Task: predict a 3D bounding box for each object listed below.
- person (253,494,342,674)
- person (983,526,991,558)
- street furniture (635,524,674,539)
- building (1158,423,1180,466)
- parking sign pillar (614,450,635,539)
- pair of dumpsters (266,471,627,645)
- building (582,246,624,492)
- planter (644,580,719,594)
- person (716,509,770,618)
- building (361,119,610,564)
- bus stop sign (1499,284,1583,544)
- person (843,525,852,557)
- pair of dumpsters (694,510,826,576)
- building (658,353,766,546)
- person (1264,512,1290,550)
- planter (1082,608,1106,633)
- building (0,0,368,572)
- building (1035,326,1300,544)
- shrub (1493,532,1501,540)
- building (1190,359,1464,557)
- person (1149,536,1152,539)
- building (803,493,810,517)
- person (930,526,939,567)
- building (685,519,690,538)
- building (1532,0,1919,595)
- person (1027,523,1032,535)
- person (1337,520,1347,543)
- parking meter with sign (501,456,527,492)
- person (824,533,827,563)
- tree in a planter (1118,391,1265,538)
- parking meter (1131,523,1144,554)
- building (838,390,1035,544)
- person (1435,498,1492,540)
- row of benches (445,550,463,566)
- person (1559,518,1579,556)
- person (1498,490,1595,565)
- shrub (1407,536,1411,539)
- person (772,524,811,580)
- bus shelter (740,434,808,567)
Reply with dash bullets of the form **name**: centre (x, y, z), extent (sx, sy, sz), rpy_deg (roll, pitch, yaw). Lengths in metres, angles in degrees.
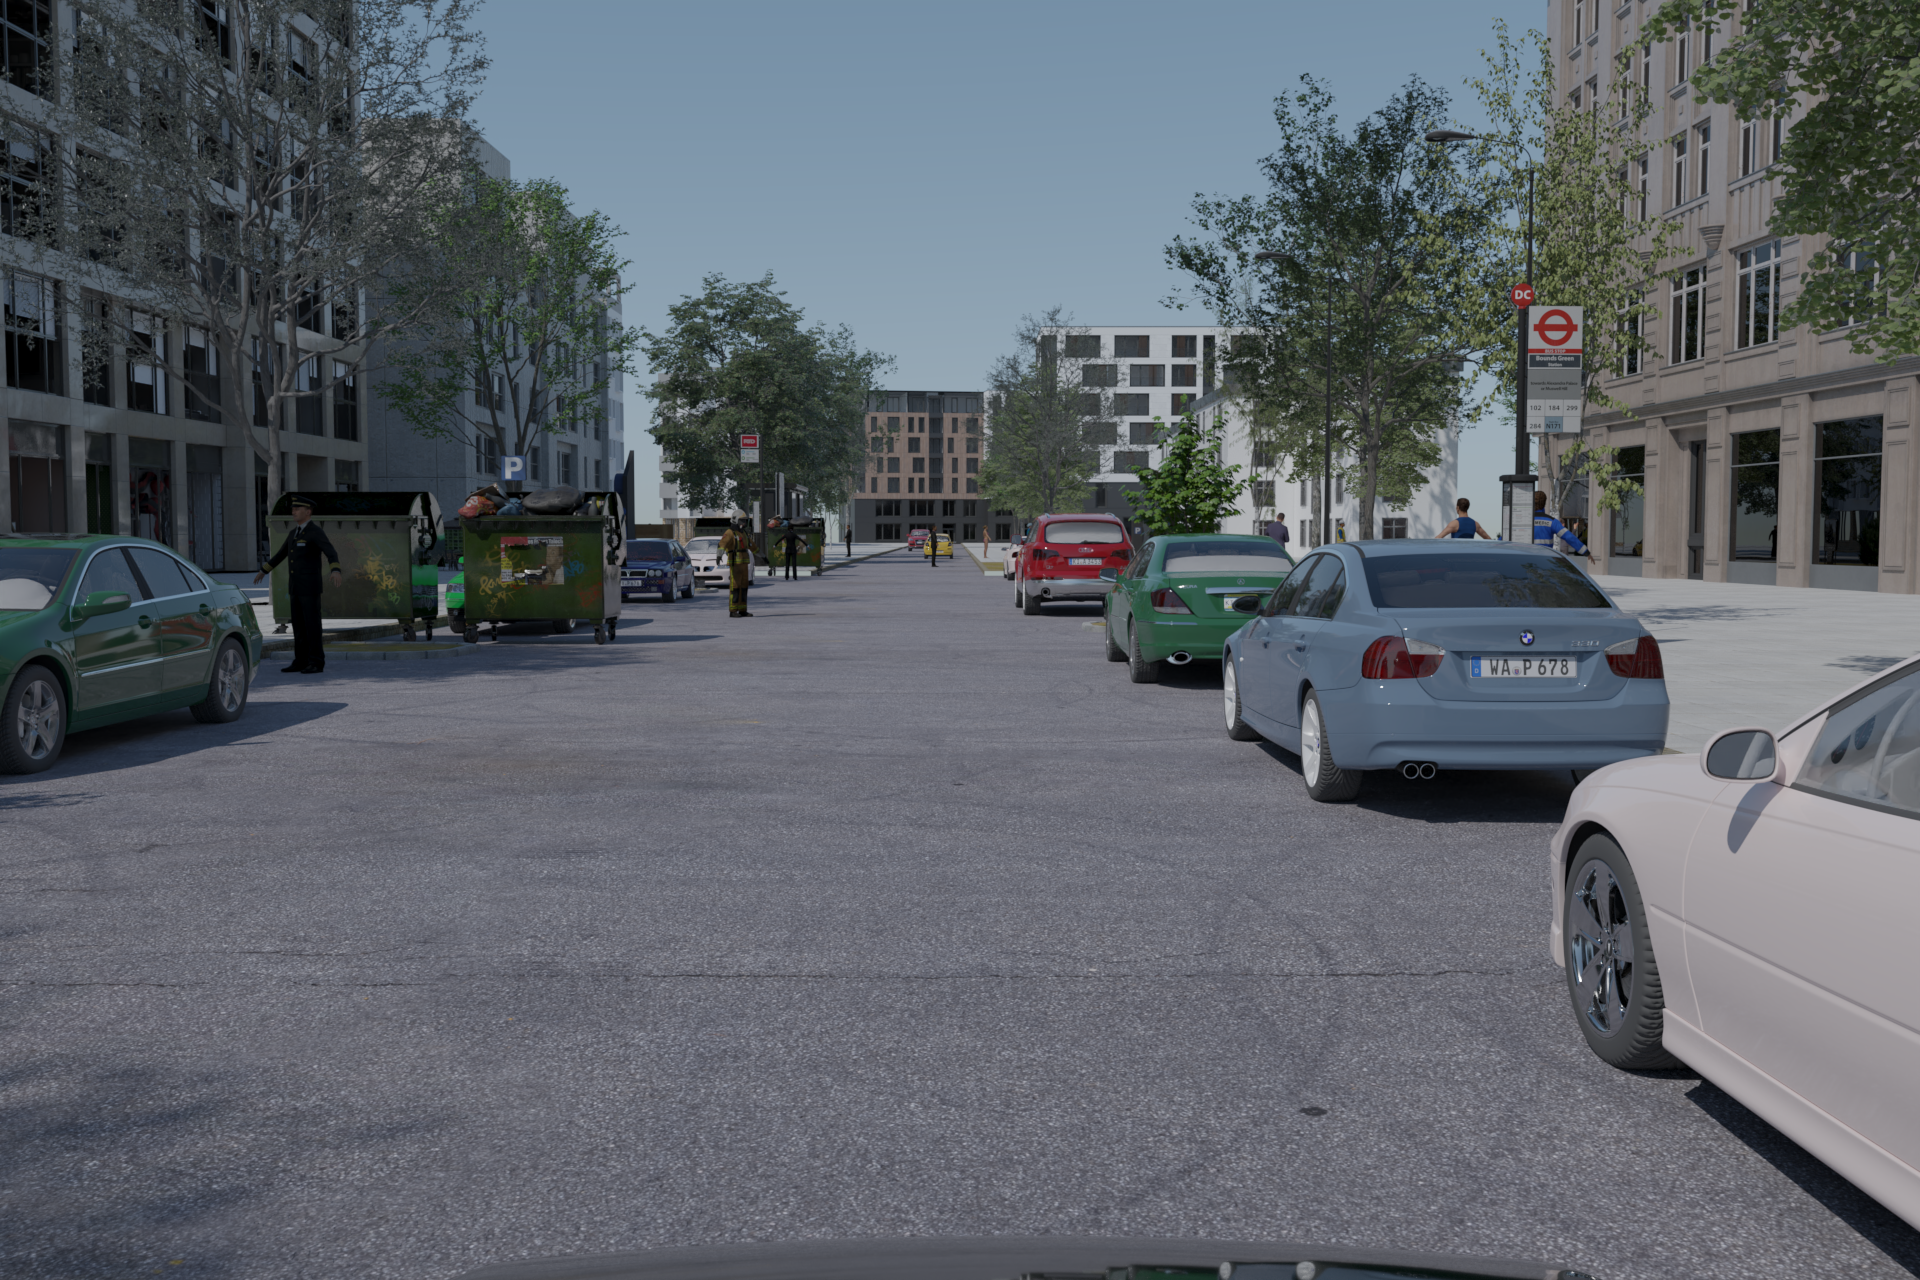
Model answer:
- **person**: centre (-6.789, -0.581, 17.887), extent (1.347, 1.837, 0.705), rpy_deg (2, 4, 33)
- **person**: centre (1.452, -5.218, 92.116), extent (0.721, 1.733, 1.217), rpy_deg (-1, 4, -13)
- **street furniture**: centre (-15.739, -4.411, 78.967), extent (9.812, 1.723, 11.010), rpy_deg (-3, 5, -40)
- **building**: centre (21.028, -11.493, 130.057), extent (9.099, 9.664, 28.070), rpy_deg (0, 4, 0)
- **parking sign pillar**: centre (-10.647, -4.070, 55.016), extent (1.447, 3.967, 1.447), rpy_deg (0, 4, 0)
- **pair of dumpsters**: centre (-6.692, -1.087, 22.730), extent (4.436, 2.255, 1.574), rpy_deg (0, 3, 0)
- **building**: centre (-29.289, -15.693, 113.005), extent (16.016, 20.090, 11.380), rpy_deg (0, 4, -1)
- **planter**: centre (-6.967, -1.298, 42.361), extent (1.991, 0.319, 1.994), rpy_deg (0, 3, 0)
- **person**: centre (-3.783, -1.318, 29.777), extent (0.705, 1.858, 1.354), rpy_deg (2, 4, 33)
- **building**: centre (-29.673, -13.654, 89.697), extent (16.747, 18.905, 31.486), rpy_deg (0, 4, 0)
- **bus stop sign**: centre (6.210, -1.826, 18.561), extent (0.855, 3.939, 0.416), rpy_deg (0, 4, -1)
- **person**: centre (-6.243, -5.532, 96.675), extent (0.704, 1.802, 1.346), rpy_deg (1, 4, 11)
- **pair of dumpsters**: centre (-6.815, -3.307, 59.018), extent (4.436, 2.255, 1.574), rpy_deg (0, 3, 0)
- **building**: centre (-25.436, -19.885, 181.544), extent (16.016, 20.090, 11.380), rpy_deg (0, 4, 0)
- **person**: centre (7.132, -1.998, 39.152), extent (0.683, 1.767, 0.568), rpy_deg (1, 4, 22)
- **planter**: centre (2.841, -0.296, 25.986), extent (1.991, 0.319, 1.994), rpy_deg (0, 4, 1)
- **building**: centre (-32.681, -15.106, 50.189), extent (19.350, 26.588, 34.151), rpy_deg (0, 4, 0)
- **building**: centre (21.928, -20.951, 186.525), extent (27.936, 21.610, 32.646), rpy_deg (0, 4, 0)
- **shrub**: centre (20.138, -3.573, 62.837), extent (1.690, 2.028, 1.600), rpy_deg (0, 3, 0)
- **building**: centre (19.412, -9.476, 97.079), extent (9.099, 9.664, 28.070), rpy_deg (0, 4, -1)
- **person**: centre (4.491, -1.934, 38.400), extent (0.721, 1.737, 1.214), rpy_deg (2, 4, 30)
- **building**: centre (-24.012, -17.372, 226.176), extent (9.099, 9.664, 28.070), rpy_deg (0, 4, -1)
- **person**: centre (-1.098, -4.075, 75.307), extent (0.704, 1.802, 1.346), rpy_deg (0, 4, -6)
- **building**: centre (-27.252, -20.896, 198.072), extent (16.016, 20.090, 11.380), rpy_deg (0, 4, 1)
- **building**: centre (24.445, -14.396, 47.395), extent (10.469, 25.551, 25.511), rpy_deg (0, 4, 0)
- **person**: centre (3.470, -4.827, 85.041), extent (0.704, 1.817, 1.347), rpy_deg (0, 4, 7)
- **person**: centre (15.153, -3.833, 68.636), extent (0.705, 1.833, 1.349), rpy_deg (1, 4, 17)
- **parking meter with sign**: centre (-9.922, -2.641, 39.437), extent (0.543, 3.016, 1.738), rpy_deg (0, 4, 0)
- **person**: centre (-6.320, -4.382, 78.110), extent (0.721, 1.772, 1.216), rpy_deg (-2, 4, -30)
- **tree in a planter**: centre (2.863, -1.500, 21.741), extent (1.991, 3.239, 1.994), rpy_deg (0, 4, 0)
- **parking meter**: centre (5.997, -3.227, 58.477), extent (0.399, 1.863, 0.255), rpy_deg (0, 4, 0)
- **building**: centre (-0.582, -25.076, 256.419), extent (32.646, 21.610, 27.936), rpy_deg (-1, 4, -10)
- **person**: centre (7.288, -1.164, 25.206), extent (1.345, 1.807, 0.704), rpy_deg (-1, 4, -17)
- **row of benches**: centre (-19.539, -3.334, 69.978), extent (1.422, 0.672, 4.104), rpy_deg (3, 4, 38)
- **person**: centre (16.818, -2.518, 48.015), extent (0.742, 1.727, 0.445), rpy_deg (3, 5, 41)
- **person**: centre (7.285, -0.970, 21.828), extent (1.345, 1.831, 0.704), rpy_deg (2, 4, 31)
- **shrub**: centre (16.724, -3.259, 64.403), extent (1.383, 1.207, 1.383), rpy_deg (0, 3, 0)
- **person**: centre (-5.245, -2.735, 53.894), extent (1.216, 1.740, 0.721), rpy_deg (0, 4, 6)
- **bus shelter**: centre (-7.763, -5.794, 72.363), extent (2.179, 5.291, 8.768), rpy_deg (0, 4, -1)
